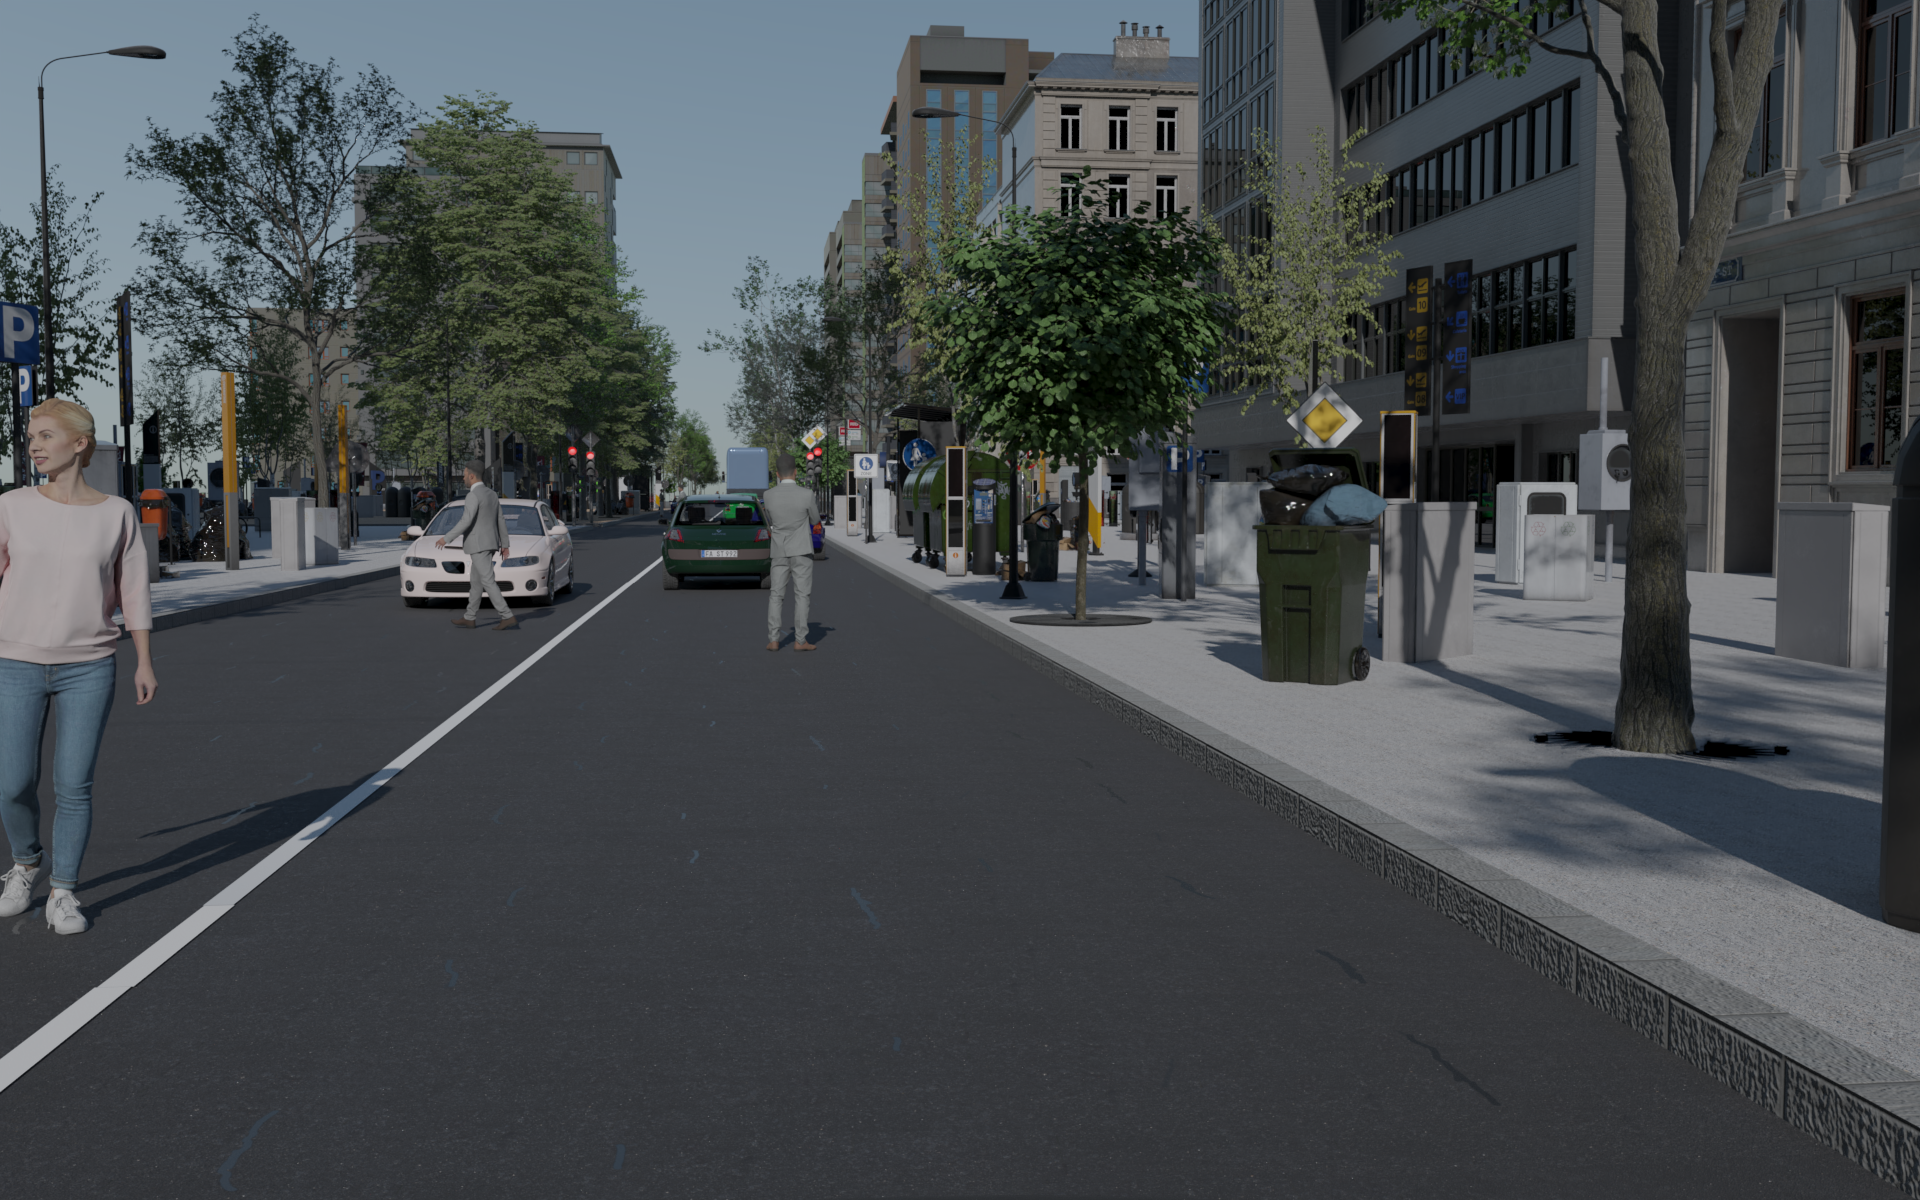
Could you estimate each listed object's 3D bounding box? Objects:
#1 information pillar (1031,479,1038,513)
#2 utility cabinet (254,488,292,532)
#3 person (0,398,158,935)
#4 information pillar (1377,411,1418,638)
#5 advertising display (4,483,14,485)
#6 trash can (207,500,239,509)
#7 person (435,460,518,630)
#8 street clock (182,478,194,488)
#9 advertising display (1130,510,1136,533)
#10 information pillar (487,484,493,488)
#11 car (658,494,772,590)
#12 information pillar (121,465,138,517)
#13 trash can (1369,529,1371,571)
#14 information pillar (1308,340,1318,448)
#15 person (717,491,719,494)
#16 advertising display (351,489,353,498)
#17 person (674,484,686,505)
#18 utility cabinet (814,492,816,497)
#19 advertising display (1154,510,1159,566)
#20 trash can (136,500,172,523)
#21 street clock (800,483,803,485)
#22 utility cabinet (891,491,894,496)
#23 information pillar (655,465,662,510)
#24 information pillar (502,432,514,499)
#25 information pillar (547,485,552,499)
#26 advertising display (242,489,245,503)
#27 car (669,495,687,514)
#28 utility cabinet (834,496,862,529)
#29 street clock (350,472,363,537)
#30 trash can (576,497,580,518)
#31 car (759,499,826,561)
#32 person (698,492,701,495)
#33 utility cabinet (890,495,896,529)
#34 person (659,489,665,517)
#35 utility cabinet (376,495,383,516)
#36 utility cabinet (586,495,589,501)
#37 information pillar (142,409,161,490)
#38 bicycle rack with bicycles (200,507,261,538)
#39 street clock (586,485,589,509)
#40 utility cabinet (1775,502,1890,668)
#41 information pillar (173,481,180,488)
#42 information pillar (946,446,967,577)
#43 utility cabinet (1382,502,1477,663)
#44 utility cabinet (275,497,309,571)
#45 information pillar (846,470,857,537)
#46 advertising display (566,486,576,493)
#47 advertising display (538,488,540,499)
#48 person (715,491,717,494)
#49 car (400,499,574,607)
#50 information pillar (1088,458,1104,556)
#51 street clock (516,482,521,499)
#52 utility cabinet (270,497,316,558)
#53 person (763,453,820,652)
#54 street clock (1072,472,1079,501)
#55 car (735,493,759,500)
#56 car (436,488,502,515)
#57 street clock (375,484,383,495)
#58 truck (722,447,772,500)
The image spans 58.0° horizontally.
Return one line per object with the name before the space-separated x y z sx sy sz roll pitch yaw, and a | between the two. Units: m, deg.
information pillar | 3.710 -5.016 86.502 0.304 2.012 0.304 -1 4 -16
utility cabinet | -23.206 -3.048 58.513 1.173 1.500 0.318 0 4 -1
person | -3.091 0.209 5.756 0.731 1.740 0.598 -2 4 -30
information pillar | 3.904 -0.671 15.457 0.304 2.012 0.304 1 4 19
advertising display | -52.753 -5.584 96.504 0.974 1.923 0.123 0 4 6
trash can | -18.066 -1.887 42.504 0.748 1.137 0.748 0 3 0
person | -5.061 -0.583 18.313 0.850 1.792 0.678 1 4 12
street clock | -34.890 -4.509 78.288 0.471 2.002 0.358 -2 4 -32
advertising display | 5.489 -2.842 51.685 0.974 1.923 0.123 -2 4 -32
information pillar | -33.254 -7.225 122.624 0.304 2.012 0.304 1 4 22
car | -3.771 -1.071 27.301 2.009 1.686 4.222 0 4 -7
information pillar | -20.823 -2.382 43.444 0.304 2.012 0.304 -1 4 -15
trash can | 6.235 -0.975 27.587 0.748 1.137 0.748 0 3 0
information pillar | 5.419 -2.158 26.645 0.183 3.616 0.504 0 4 4
person | -29.272 -12.278 209.275 0.705 1.821 1.348 -3 5 -39
advertising display | -47.470 -7.950 135.197 0.974 1.923 0.123 2 4 33
person | -10.737 -3.533 66.453 0.466 1.800 0.511 -1 4 -11
utility cabinet | -10.956 -7.882 137.545 1.173 1.500 0.318 1 4 11
advertising display | 3.580 -1.560 30.724 0.123 1.923 0.974 0 4 2
trash can | -18.181 -1.680 39.118 0.748 1.137 0.748 0 3 0
street clock | -8.502 -5.389 92.675 0.358 2.002 0.471 1 4 12
utility cabinet | -5.716 -7.905 137.930 0.318 1.500 1.173 2 4 34
information pillar | -23.945 -8.946 137.615 0.504 3.616 0.183 -1 4 -14
information pillar | -16.814 -4.472 64.478 0.183 3.616 0.504 3 4 38
information pillar | -31.547 -7.866 133.093 0.304 2.012 0.304 -2 4 -35
advertising display | -54.805 -7.776 132.345 0.123 1.923 0.974 -2 4 -29
car | -20.136 -6.921 125.746 1.945 1.354 3.894 -1 4 -9
utility cabinet | -4.165 -3.266 64.559 1.020 1.237 0.306 0 4 3
street clock | -18.147 -2.895 51.896 0.471 2.002 0.358 0 4 6
trash can | -20.153 -4.865 91.200 0.748 1.137 0.748 0 3 0
car | -3.925 -1.589 38.565 1.945 1.354 3.894 0 4 -7
person | -31.921 -12.475 212.989 1.217 1.766 0.721 3 5 41
utility cabinet | -2.693 -3.234 64.034 0.306 1.237 1.020 -3 4 -37
person | -18.596 -6.062 108.166 0.362 1.759 0.519 -1 4 -16
utility cabinet | -33.734 -5.452 100.303 0.306 1.237 1.020 0 4 3
utility cabinet | -31.546 -8.288 146.665 0.306 1.237 1.020 -1 4 -18
information pillar | -22.399 -3.468 48.061 0.504 3.616 0.183 0 4 7
bicycle rack with bicycles | -21.716 -2.265 50.417 2.925 0.926 2.852 2 4 27
street clock | -31.258 -8.608 145.309 0.358 2.002 0.471 2 4 31
utility cabinet | 6.654 -0.127 13.243 0.306 1.237 1.020 0 4 -4
information pillar | -42.741 -5.507 94.525 0.304 2.012 0.304 0 4 -2
information pillar | -0.052 -1.368 26.864 0.304 2.012 0.304 0 4 6
utility cabinet | 3.668 -0.146 13.552 0.306 1.237 1.020 3 5 41
utility cabinet | -11.333 -1.116 29.407 0.306 1.237 1.020 -1 4 -14
information pillar | -3.275 -2.933 52.441 0.304 2.012 0.304 -1 4 -10
advertising display | -32.224 -8.463 143.580 0.123 1.923 0.974 3 5 43
advertising display | -34.179 -8.213 139.503 0.974 1.923 0.123 2 4 34
person | -36.145 -15.231 257.401 0.709 1.838 0.599 -1 4 -18
car | -6.331 -0.683 23.530 2.083 1.381 4.827 0 4 -8
information pillar | 2.806 -2.740 36.147 0.183 3.616 0.504 -2 4 -27
street clock | -26.916 -6.147 105.069 0.471 2.002 0.358 -3 5 -40
utility cabinet | -13.469 -1.460 35.034 0.306 1.237 1.020 1 4 18
person | -1.542 -0.443 15.917 0.511 1.800 0.466 0 4 -1
street clock | 3.886 -3.253 57.750 0.358 2.002 0.471 -1 4 -9
car | -9.911 -4.316 79.365 1.959 1.807 4.718 0 4 -6
car | -20.881 -3.856 72.831 4.222 1.686 2.009 0 4 -7
street clock | -42.205 -7.416 125.827 0.471 2.002 0.358 1 4 12
truck | -11.449 -6.389 94.211 2.967 4.110 18.799 0 4 -8
